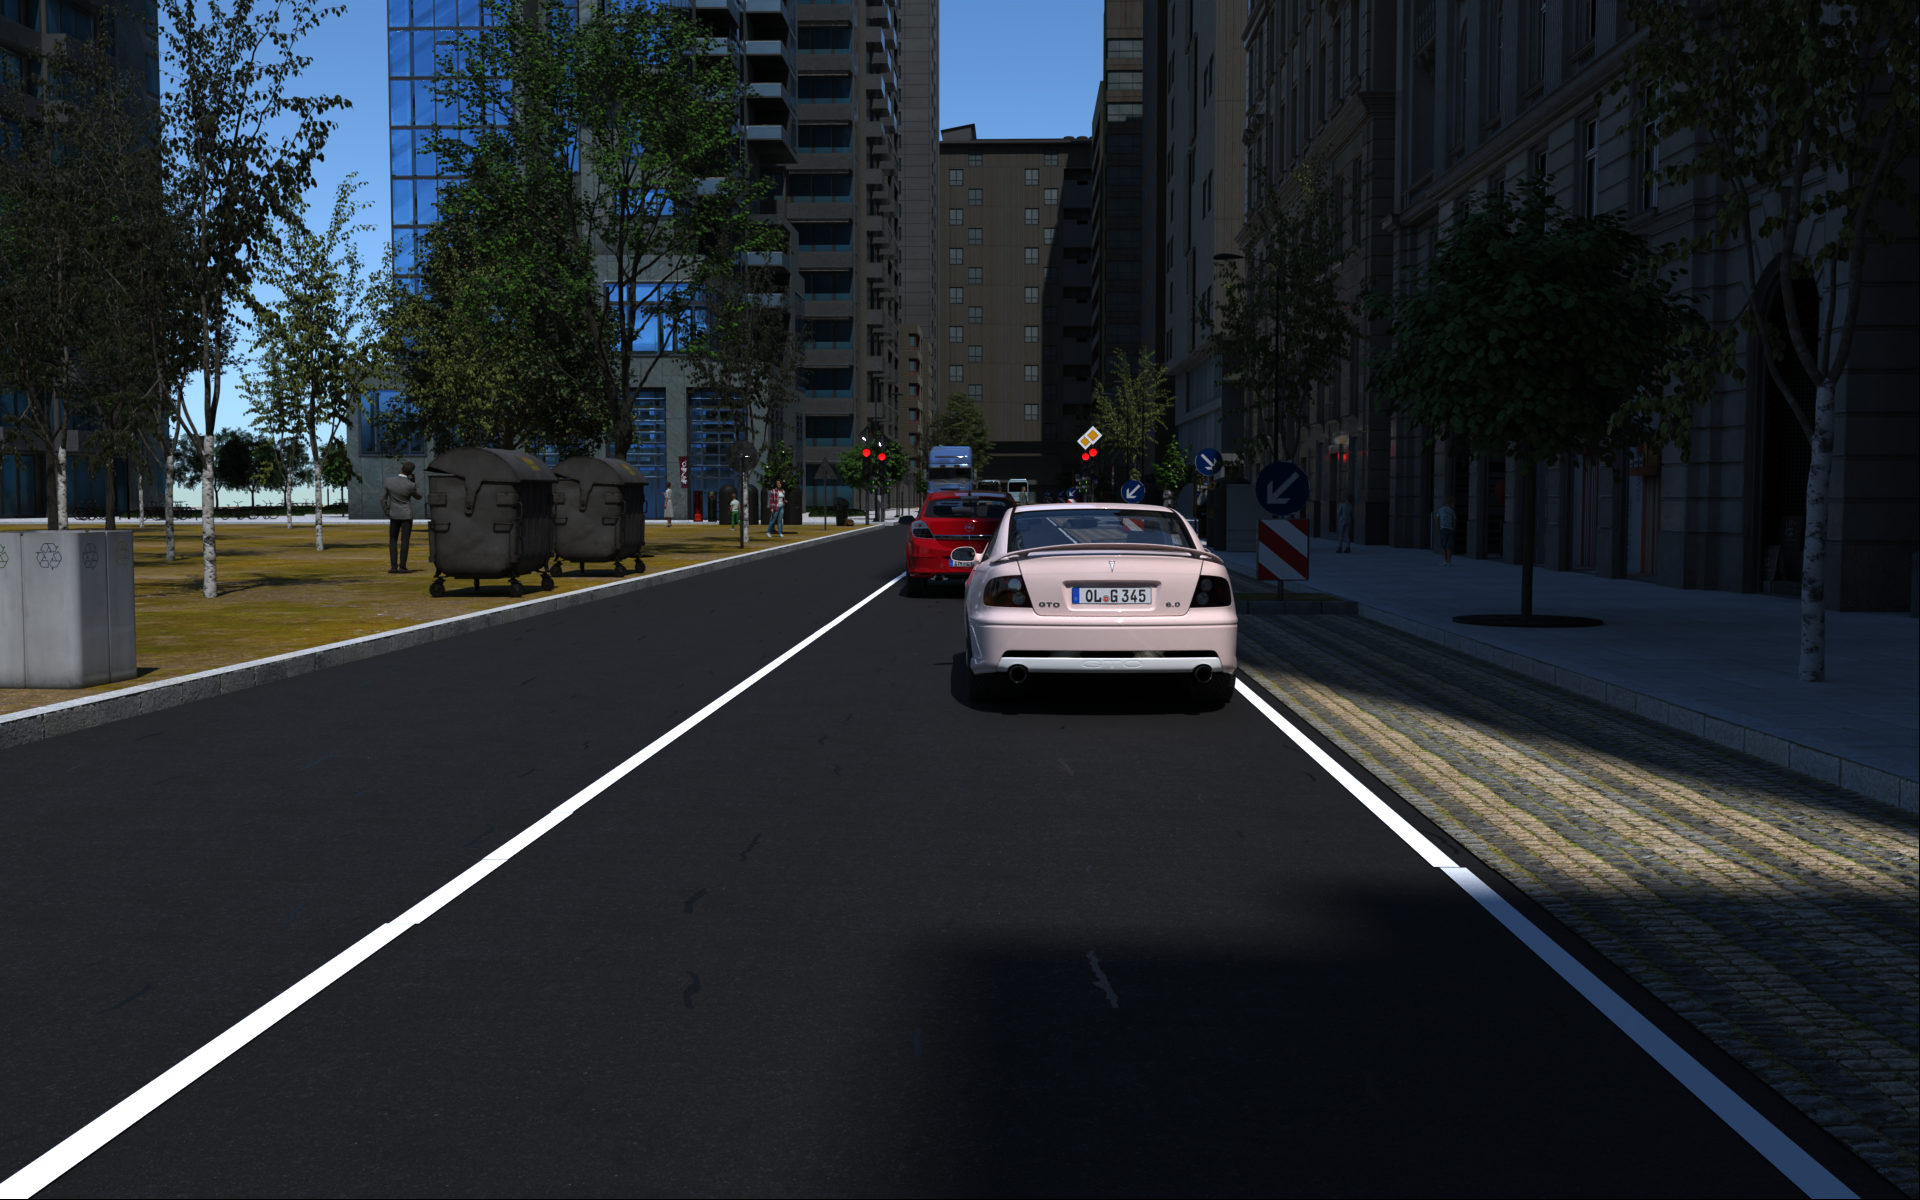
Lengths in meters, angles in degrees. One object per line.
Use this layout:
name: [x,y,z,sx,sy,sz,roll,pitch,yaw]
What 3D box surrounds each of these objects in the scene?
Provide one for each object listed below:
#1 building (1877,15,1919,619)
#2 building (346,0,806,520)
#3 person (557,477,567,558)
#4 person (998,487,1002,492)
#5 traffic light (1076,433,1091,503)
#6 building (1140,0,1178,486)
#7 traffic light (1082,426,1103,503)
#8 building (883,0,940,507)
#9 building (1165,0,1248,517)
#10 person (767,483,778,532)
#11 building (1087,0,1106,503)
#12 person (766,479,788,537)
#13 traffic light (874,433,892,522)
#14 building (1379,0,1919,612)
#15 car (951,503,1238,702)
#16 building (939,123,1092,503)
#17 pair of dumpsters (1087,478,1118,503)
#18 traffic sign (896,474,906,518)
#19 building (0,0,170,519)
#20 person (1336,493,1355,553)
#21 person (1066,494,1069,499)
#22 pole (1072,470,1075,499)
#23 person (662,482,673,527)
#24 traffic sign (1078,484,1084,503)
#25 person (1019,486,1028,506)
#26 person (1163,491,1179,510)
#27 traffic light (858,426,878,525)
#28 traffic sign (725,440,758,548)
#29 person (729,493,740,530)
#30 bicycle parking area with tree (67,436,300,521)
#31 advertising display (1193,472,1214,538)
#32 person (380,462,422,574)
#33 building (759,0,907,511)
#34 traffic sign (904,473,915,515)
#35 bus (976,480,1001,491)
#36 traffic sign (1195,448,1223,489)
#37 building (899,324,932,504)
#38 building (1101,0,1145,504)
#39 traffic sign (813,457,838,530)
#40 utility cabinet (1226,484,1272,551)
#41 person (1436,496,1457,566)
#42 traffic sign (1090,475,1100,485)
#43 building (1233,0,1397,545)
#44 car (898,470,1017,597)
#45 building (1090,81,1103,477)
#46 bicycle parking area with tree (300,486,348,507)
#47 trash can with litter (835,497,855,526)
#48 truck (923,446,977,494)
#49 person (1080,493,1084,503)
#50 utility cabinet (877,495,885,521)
building: [15.761,-13.536,7.224,13.634,28.700,20.117,0,4,2]
building: [-19.991,-48.034,98.034,22.319,86.520,31.000,0,4,2]
person: [-7.971,-1.725,34.737,0.782,1.767,0.515,1,4,19]
person: [1.845,-4.521,82.765,0.601,1.785,0.444,3,4,38]
traffic light: [5.715,-5.524,79.240,0.839,4.253,0.868,0,4,2]
building: [20.465,-28.997,124.217,14.600,45.320,14.200,0,4,2]
traffic light: [5.440,-5.036,71.259,0.839,4.253,0.868,0,4,2]
building: [-13.237,-47.606,216.604,20.611,71.187,20.563,0,4,2]
building: [25.207,-30.792,92.684,27.495,52.752,28.713,0,4,2]
person: [-6.164,-3.163,57.959,0.583,1.804,0.606,-3,4,-37]
building: [26.296,-47.525,215.290,20.563,71.187,20.611,0,4,2]
person: [-5.438,-2.731,51.530,0.563,1.720,0.643,-3,5,-42]
traffic light: [-3.542,-5.543,79.542,0.839,4.253,0.868,0,4,2]
building: [15.830,-11.479,29.488,13.314,21.916,24.055,0,4,2]
car: [0.966,-0.059,13.324,2.083,1.381,4.827,0,3,0]
building: [10.430,-40.679,254.333,27.495,52.752,28.713,0,4,2]
pair of dumpsters: [8.710,-6.250,104.688,1.574,2.255,4.437,0,4,2]
traffic sign: [-3.301,-5.731,93.816,0.768,2.556,0.104,0,4,7]
building: [-62.276,-29.185,96.786,30.456,49.044,23.786,0,4,2]
person: [8.359,-1.672,37.662,0.425,1.301,0.394,-2,4,-31]
person: [13.535,-12.757,217.854,0.421,1.427,0.697,1,4,12]
pole: [9.488,-9.240,144.911,0.158,3.312,0.155,0,3,0]
person: [-11.359,-3.693,66.998,0.524,1.755,0.480,1,4,12]
traffic sign: [9.821,-8.469,138.469,0.884,2.594,0.081,0,4,8]
person: [3.117,-4.670,84.957,0.767,1.812,0.694,1,4,18]
person: [6.966,-3.126,57.341,0.537,1.800,0.526,1,4,16]
traffic light: [-3.817,-5.054,71.561,0.839,4.253,0.868,0,4,2]
traffic sign: [-5.144,-2.488,40.783,0.768,2.556,0.104,0,4,3]
person: [-7.874,-3.093,60.858,0.590,1.304,0.306,3,4,37]
bicycle parking area with tree: [-39.656,-6.100,86.732,8.231,4.147,9.016,3,4,37]
advertising display: [7.046,-2.749,50.168,0.123,1.923,0.974,3,4,38]
person: [-9.039,-1.332,28.009,0.592,1.802,0.473,1,4,13]
building: [-16.668,-31.690,137.742,23.786,49.044,30.456,0,4,2]
traffic sign: [-3.111,-6.453,105.617,0.768,2.556,0.104,0,4,5]
bus: [3.741,-13.756,219.762,2.948,3.499,13.247,0,4,3]
traffic sign: [6.921,-2.941,48.185,0.768,2.556,0.104,0,4,5]
building: [-17.591,-21.132,190.550,27.650,21.520,28.899,0,4,2]
building: [19.000,-28.313,146.507,14.154,41.232,14.086,0,4,2]
traffic sign: [-4.755,-3.739,61.129,0.884,2.594,0.081,0,4,7]
utility cabinet: [6.486,-1.811,38.295,1.173,1.500,0.318,1,4,8]
person: [8.635,-1.226,30.770,0.352,1.250,0.332,-3,5,-40]
traffic sign: [8.995,-7.079,115.841,0.768,2.556,0.104,1,4,10]
building: [16.193,-15.729,54.441,12.463,27.353,25.104,0,4,2]
car: [0.145,-1.014,25.624,2.155,1.783,4.494,0,4,0]
building: [25.875,-34.937,194.917,21.300,48.544,21.600,0,4,2]
bicycle parking area with tree: [-45.856,-8.748,130.031,8.231,4.147,9.016,3,5,44]
trash can with litter: [-4.560,-3.544,69.326,0.624,1.170,1.055,-3,4,-37]
truck: [-0.333,-6.950,103.392,2.967,4.110,18.799,0,4,1]
person: [12.645,-10.586,179.925,0.742,1.727,0.445,1,4,21]
utility cabinet: [-3.726,-4.346,82.219,0.306,1.237,1.020,0,4,3]
